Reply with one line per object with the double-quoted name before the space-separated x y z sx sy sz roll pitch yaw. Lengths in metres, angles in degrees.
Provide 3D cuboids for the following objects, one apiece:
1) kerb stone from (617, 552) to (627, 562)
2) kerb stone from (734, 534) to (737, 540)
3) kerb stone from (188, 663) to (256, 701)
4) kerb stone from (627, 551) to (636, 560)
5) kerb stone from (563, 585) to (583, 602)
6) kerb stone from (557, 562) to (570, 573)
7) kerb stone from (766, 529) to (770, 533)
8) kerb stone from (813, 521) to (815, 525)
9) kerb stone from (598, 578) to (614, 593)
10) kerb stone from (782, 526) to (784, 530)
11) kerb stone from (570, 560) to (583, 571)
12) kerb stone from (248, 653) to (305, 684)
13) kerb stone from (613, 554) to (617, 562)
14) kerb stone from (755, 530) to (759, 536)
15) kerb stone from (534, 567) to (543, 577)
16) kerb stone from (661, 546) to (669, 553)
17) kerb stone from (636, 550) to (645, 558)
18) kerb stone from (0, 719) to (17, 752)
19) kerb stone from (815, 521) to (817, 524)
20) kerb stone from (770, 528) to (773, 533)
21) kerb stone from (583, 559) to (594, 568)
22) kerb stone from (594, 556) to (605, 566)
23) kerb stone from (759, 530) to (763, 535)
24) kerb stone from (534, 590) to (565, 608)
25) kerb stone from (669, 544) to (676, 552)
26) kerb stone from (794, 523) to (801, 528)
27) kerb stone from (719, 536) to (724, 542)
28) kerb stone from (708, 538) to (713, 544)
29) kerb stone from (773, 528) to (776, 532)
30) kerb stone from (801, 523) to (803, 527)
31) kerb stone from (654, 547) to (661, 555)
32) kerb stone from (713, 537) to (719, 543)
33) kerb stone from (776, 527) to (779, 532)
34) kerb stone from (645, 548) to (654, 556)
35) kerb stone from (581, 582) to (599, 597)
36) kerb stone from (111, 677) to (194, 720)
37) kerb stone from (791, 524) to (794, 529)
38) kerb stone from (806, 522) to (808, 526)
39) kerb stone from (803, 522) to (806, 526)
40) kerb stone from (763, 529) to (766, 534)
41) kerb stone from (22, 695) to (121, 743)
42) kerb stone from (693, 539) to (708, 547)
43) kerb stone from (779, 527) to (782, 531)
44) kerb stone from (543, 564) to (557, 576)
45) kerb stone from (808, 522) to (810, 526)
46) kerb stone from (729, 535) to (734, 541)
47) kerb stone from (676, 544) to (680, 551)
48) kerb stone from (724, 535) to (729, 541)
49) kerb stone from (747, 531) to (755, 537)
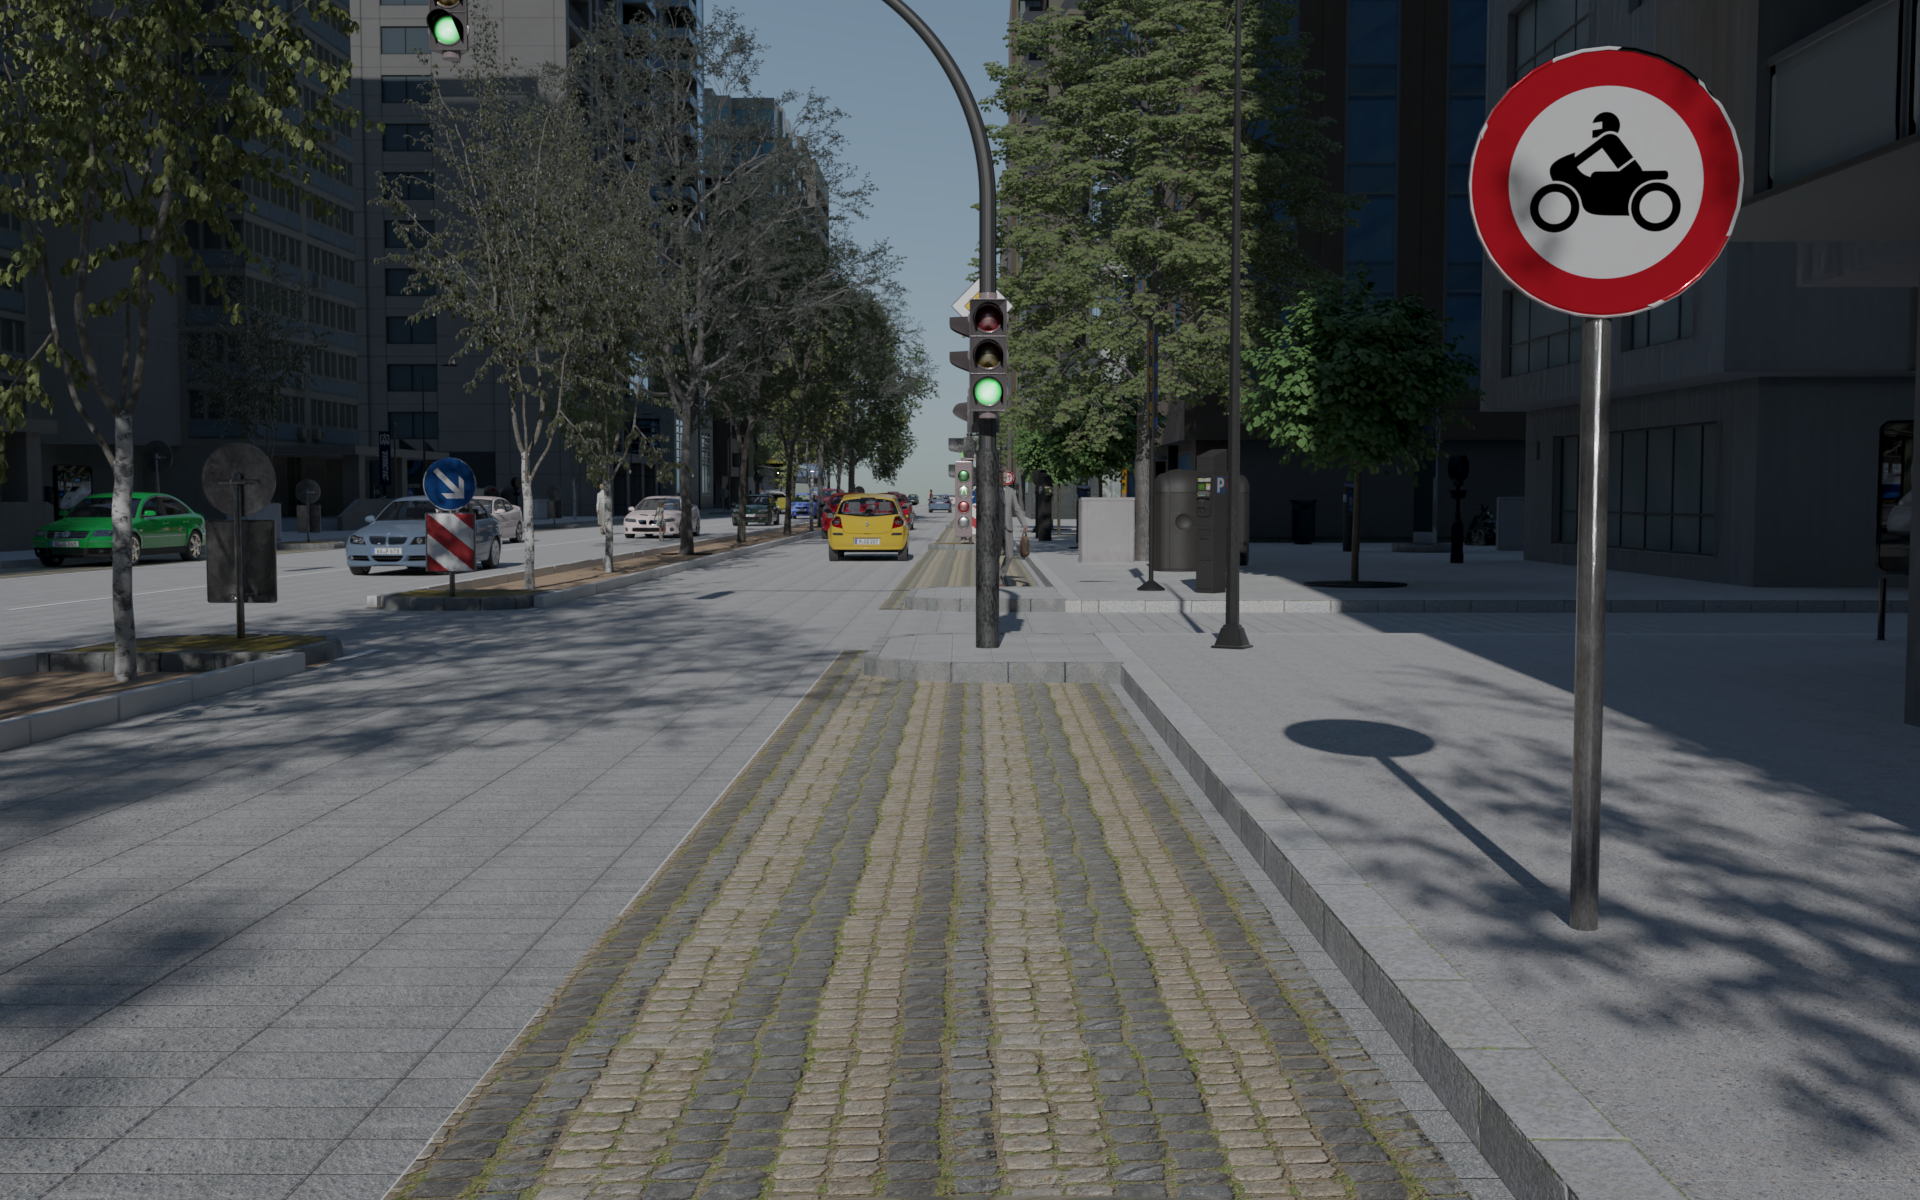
"kerb stone" -7.261 -0.881 36.605 0.120 0.150 1.000 0 4 0
"kerb stone" -7.119 -1.947 54.036 0.120 0.150 1.000 0 4 0
"kerb stone" -5.367 0.594 12.488 0.120 0.150 1.000 0 4 0
"kerb stone" -7.263 -0.944 37.629 0.120 0.150 1.000 0 4 0
"kerb stone" -5.280 -0.066 23.277 0.120 0.150 1.000 0 4 0
"kerb stone" -7.306 -0.568 31.489 0.120 0.150 1.000 0 4 0
"kerb stone" -7.050 -2.449 62.232 0.120 0.150 1.000 0 4 0
"kerb stone" -6.900 -3.508 79.681 0.120 0.150 1.000 0 4 0
"kerb stone" -5.258 -0.192 25.328 0.120 0.150 1.000 0 4 0
"kerb stone" -7.010 -2.759 67.345 0.120 0.150 1.000 0 4 0
"kerb stone" -7.298 -0.625 32.517 0.120 0.150 1.000 0 4 0
"kerb stone" -5.361 0.531 13.514 0.120 0.150 1.000 0 4 0
"kerb stone" -7.268 -0.819 35.583 0.120 0.150 1.000 0 4 0
"kerb stone" -7.074 -2.260 59.162 0.120 0.150 1.000 0 4 0
"kerb stone" -7.324 -0.443 29.444 0.120 0.150 1.000 0 4 0
"kerb stone" -7.223 -1.193 41.732 0.120 0.150 1.000 0 4 0
"kerb stone" -7.245 -1.003 38.658 0.120 0.150 1.000 0 4 0
"kerb stone" -5.392 0.786 9.417 0.120 0.150 1.000 0 4 0
"kerb stone" -6.902 -3.577 80.703 0.120 0.150 1.000 0 4 0
"kerb stone" -7.039 -2.511 63.254 0.120 0.150 1.000 0 4 0
"kerb stone" -7.300 -0.694 33.539 0.120 0.150 1.000 0 4 0
"kerb stone" -7.287 -0.745 34.562 0.120 0.150 1.000 0 4 0
"kerb stone" -7.068 -2.324 60.188 0.120 0.150 1.000 0 4 0
"kerb stone" -5.289 -0.003 22.255 0.120 0.150 1.000 0 4 0
"kerb stone" -7.209 -1.257 42.754 0.120 0.150 1.000 0 4 0
"kerb stone" -6.957 -3.137 73.488 0.120 0.150 1.000 0 4 0
"kerb stone" -7.146 -1.759 50.966 0.120 0.150 1.000 0 4 0
"kerb stone" -7.169 -1.634 48.904 0.120 0.150 1.000 0 4 0
"kerb stone" -7.041 -2.572 64.276 0.120 0.150 1.000 0 4 0
"kerb stone" -6.954 -3.200 74.517 0.120 0.150 1.000 0 4 0
"kerb stone" -7.233 -1.132 40.708 0.120 0.150 1.000 0 4 0
"kerb stone" -7.159 -1.696 49.929 0.120 0.150 1.000 0 4 0
"kerb stone" -7.020 -2.636 65.297 0.120 0.150 1.000 0 4 0
"kerb stone" -7.226 -1.070 39.686 0.120 0.150 1.000 0 4 0
"kerb stone" -5.274 -0.126 24.300 0.120 0.150 1.000 0 4 0
"kerb stone" -5.370 0.656 11.463 0.120 0.150 1.000 0 4 0
"kerb stone" -6.983 -2.949 70.422 0.120 0.150 1.000 0 4 0
"kerb stone" -6.931 -3.326 76.572 0.120 0.150 1.000 0 4 0
"kerb stone" -6.941 -3.263 75.539 0.120 0.150 1.000 0 4 0
"kerb stone" -7.057 -2.384 61.210 0.120 0.150 1.000 0 4 0
"kerb stone" -5.384 0.722 10.440 0.120 0.150 1.000 0 4 0
"kerb stone" -7.173 -1.571 47.878 0.120 0.150 1.000 0 4 0
"kerb stone" -7.020 -2.698 66.323 0.120 0.150 1.000 0 4 0
"kerb stone" -7.322 -0.506 30.466 0.120 0.150 1.000 0 4 0
"kerb stone" -6.921 -3.382 77.613 0.120 0.150 1.000 0 4 0
"kerb stone" -7.122 -1.883 53.014 0.120 0.150 1.000 0 4 0
"kerb stone" -7.201 -1.320 43.778 0.120 0.150 1.000 0 4 0
"kerb stone" -7.127 -1.818 51.988 0.120 0.150 1.000 0 4 0
"kerb stone" -7.089 -2.198 58.140 0.120 0.150 1.000 0 4 0
